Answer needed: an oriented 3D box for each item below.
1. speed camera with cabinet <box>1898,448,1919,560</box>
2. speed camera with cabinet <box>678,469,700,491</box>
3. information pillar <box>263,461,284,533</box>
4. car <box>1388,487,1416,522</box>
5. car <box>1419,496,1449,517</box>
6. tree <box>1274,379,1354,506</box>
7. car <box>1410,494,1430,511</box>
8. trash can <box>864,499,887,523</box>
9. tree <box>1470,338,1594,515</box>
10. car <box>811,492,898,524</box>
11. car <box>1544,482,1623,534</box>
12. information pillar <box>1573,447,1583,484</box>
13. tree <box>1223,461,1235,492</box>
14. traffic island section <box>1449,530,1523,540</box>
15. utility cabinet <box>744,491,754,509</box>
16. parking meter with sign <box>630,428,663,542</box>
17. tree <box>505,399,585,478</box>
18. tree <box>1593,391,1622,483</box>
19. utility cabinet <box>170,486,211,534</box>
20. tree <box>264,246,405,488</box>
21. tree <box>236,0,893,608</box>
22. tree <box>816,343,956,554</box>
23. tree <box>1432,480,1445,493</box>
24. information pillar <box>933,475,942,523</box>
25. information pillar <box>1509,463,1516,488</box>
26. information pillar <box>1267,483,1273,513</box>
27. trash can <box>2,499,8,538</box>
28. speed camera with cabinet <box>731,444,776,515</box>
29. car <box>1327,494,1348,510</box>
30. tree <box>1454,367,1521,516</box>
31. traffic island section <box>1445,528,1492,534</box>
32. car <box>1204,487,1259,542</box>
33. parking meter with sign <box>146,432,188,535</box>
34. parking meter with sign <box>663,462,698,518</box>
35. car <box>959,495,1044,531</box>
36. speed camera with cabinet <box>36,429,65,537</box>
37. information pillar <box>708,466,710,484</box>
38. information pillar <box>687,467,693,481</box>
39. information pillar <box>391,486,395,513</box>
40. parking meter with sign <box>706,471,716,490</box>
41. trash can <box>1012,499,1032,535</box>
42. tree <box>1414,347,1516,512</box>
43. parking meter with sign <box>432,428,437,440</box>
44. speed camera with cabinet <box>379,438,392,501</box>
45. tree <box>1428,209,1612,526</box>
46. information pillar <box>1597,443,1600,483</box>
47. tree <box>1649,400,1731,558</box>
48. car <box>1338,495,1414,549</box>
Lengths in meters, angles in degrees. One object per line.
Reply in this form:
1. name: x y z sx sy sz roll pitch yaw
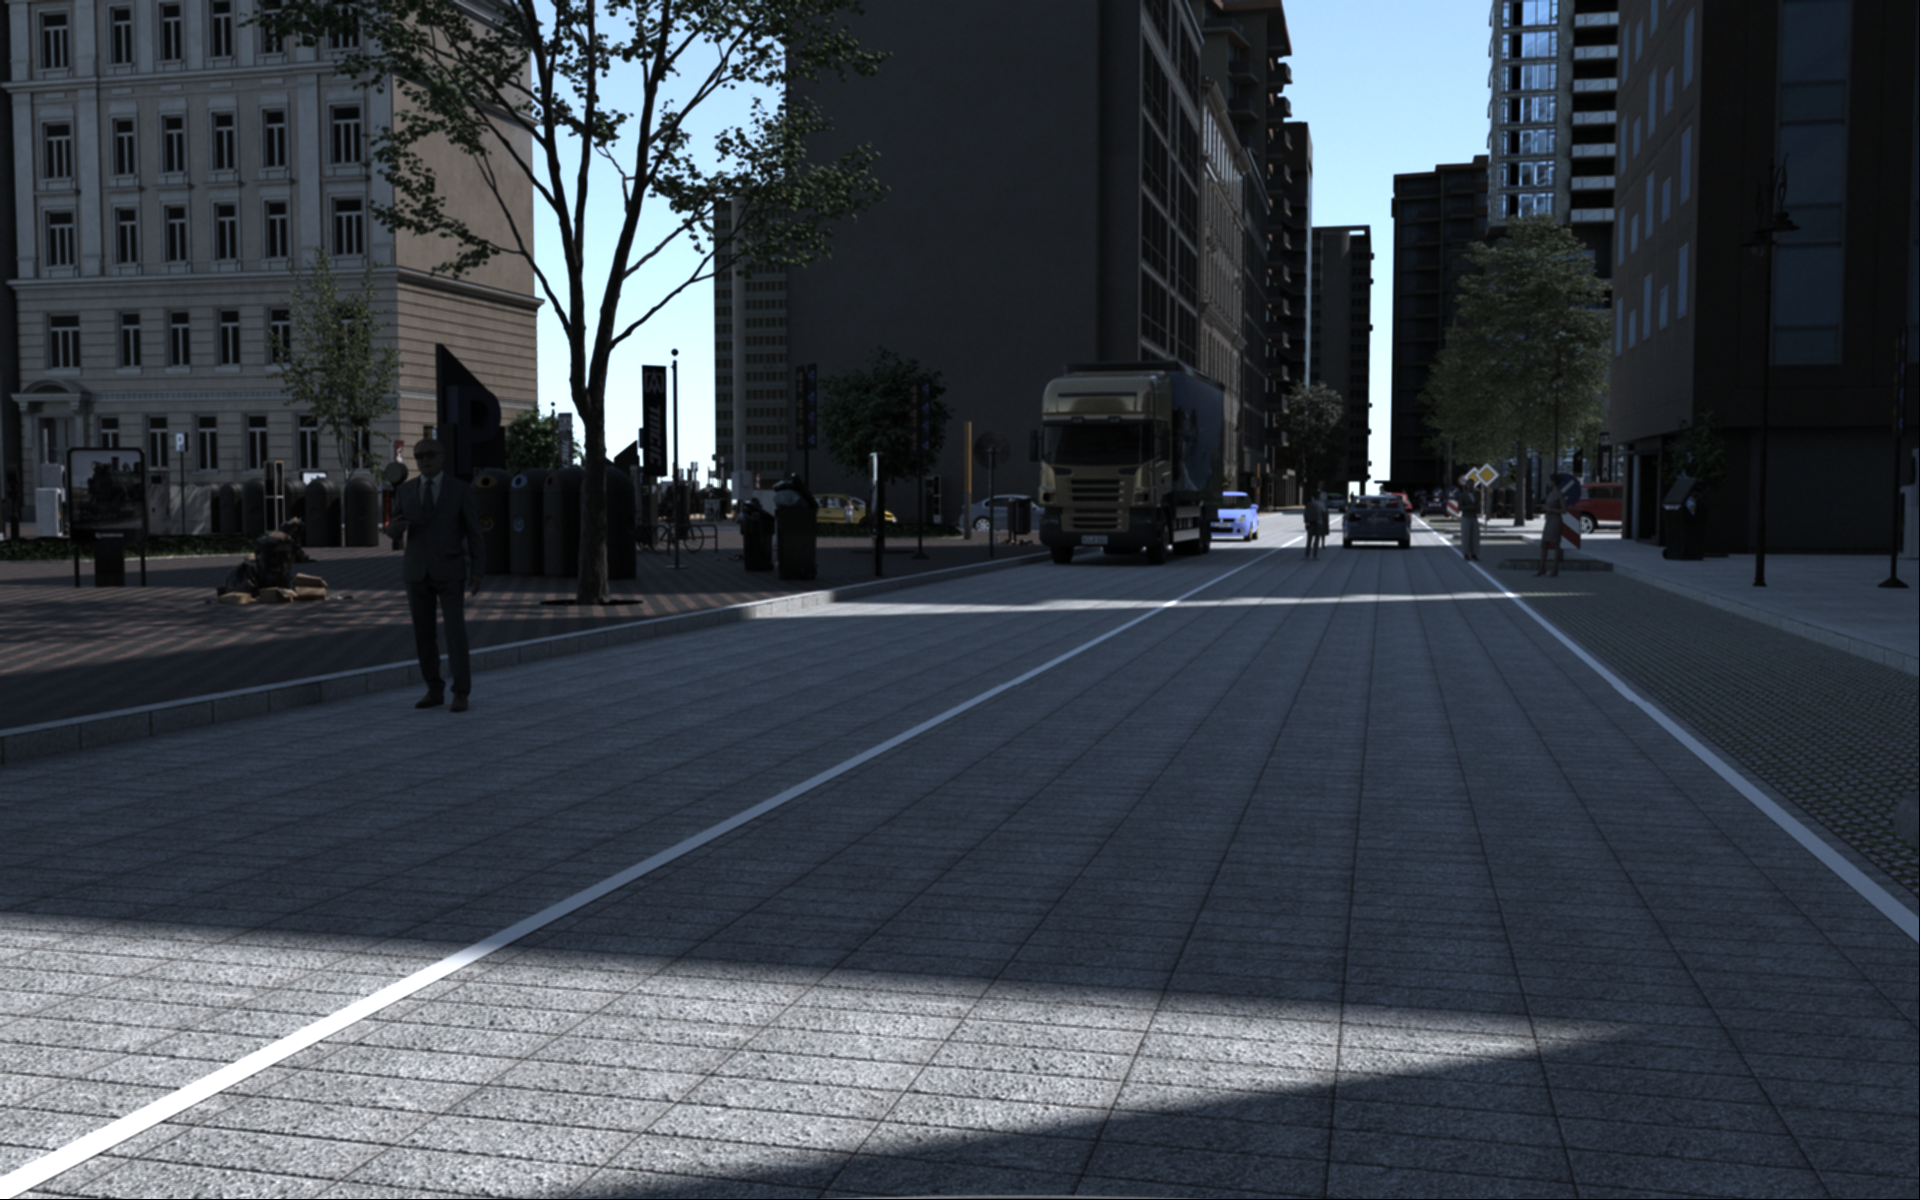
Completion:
1. speed camera with cabinet: 18.667 -2.398 33.540 0.660 3.252 2.038 1 4 21
2. speed camera with cabinet: -18.508 -7.514 117.181 2.038 3.252 0.660 3 4 37
3. information pillar: -15.372 -2.100 38.825 0.304 2.012 0.304 1 4 13
4. car: 21.633 -4.737 86.486 2.155 1.783 4.494 1 4 16
5. car: 29.450 -5.797 107.361 1.945 1.354 3.894 1 4 15
6. tree: 38.912 -17.509 192.921 9.857 13.997 8.962 0 3 0
7. car: 39.957 -8.563 149.798 2.009 1.686 4.222 1 4 14
8. trash can: -2.607 -2.545 53.257 0.748 1.137 0.748 0 3 0
9. tree: 25.440 -7.855 78.797 4.737 8.622 4.395 0 3 0
10. car: -4.302 -3.316 64.444 3.980 1.641 2.015 1 4 15
11. car: 22.244 -2.994 57.621 5.304 1.827 2.281 1 4 16
12. information pillar: 30.757 -5.803 86.227 0.504 3.616 0.183 3 5 39
13. tree: 13.038 -5.665 87.228 1.663 3.219 1.824 0 3 0
14. traffic island section: 16.743 -2.007 55.092 2.009 0.180 2.903 1 4 14
15. utility cabinet: -16.670 -7.848 136.993 1.173 1.500 0.318 1 4 23
16. parking meter with sign: -8.513 -3.065 46.366 0.543 3.016 1.738 -2 4 -25
17. tree: -14.628 -4.670 60.070 4.285 4.588 4.351 0 3 0
18. tree: 42.264 -10.077 115.117 4.737 8.622 4.395 0 3 0
19. utility cabinet: -22.503 -2.559 50.516 0.318 1.500 1.173 3 5 43
20. tree: -18.251 -6.166 51.184 4.737 8.622 4.395 0 3 0
21. tree: -4.213 -5.742 19.637 9.928 11.665 9.643 0 3 0
22. tree: -1.650 -3.319 37.982 4.285 4.588 4.351 0 3 0
23. tree: 58.041 -13.192 210.289 1.663 3.219 1.824 0 3 0
24. information pillar: -0.874 -3.880 67.932 0.304 2.012 0.304 1 4 15
25. information pillar: 41.418 -8.473 129.891 0.504 3.616 0.183 3 5 42
26. information pillar: 21.499 -7.078 120.223 0.304 2.012 0.304 0 4 -7
27. trash can: -27.121 -2.258 48.578 0.748 1.137 0.748 0 3 0
28. speed camera with cabinet: -8.138 -4.583 69.262 2.038 3.252 0.660 -3 5 -40
29. car: 32.109 -8.320 148.040 2.014 1.417 4.499 1 4 12
30. tree: 30.138 -9.101 99.158 4.360 8.622 3.978 0 3 0
31. traffic island section: 18.658 -2.481 62.845 2.009 0.180 2.903 1 4 14
32. car: 8.260 -2.685 53.496 1.945 1.707 3.694 1 4 14
33. parking meter with sign: -22.522 -3.189 48.408 0.543 3.016 1.738 3 4 37
34. parking meter with sign: -14.983 -5.940 93.373 1.738 3.016 0.543 2 4 27
35. car: 2.241 -3.049 61.861 4.499 1.417 2.014 1 4 14
36. speed camera with cabinet: -27.218 -3.517 51.847 0.660 3.252 2.038 -1 4 -21
37. information pillar: -20.626 -9.231 142.282 0.183 3.616 0.504 0 4 -2
38. information pillar: -23.452 -9.723 150.329 0.504 3.616 0.183 1 4 15
39. information pillar: -19.177 -3.329 58.920 0.304 2.012 0.304 -1 4 -23
40. parking meter with sign: -18.624 -8.115 128.947 0.543 3.016 1.738 -1 4 -23
41. trash can: 1.942 -2.639 54.803 0.748 1.137 0.748 0 3 0
42. tree: 36.038 -12.030 122.446 9.928 11.665 9.643 0 3 0
43. parking meter with sign: -13.093 -3.050 46.122 1.738 3.016 0.543 -2 4 -30
44. speed camera with cabinet: -19.437 -4.089 61.190 2.038 3.252 0.660 -2 4 -29
45. tree: 22.901 -9.246 69.295 7.486 12.596 7.792 0 3 0
46. information pillar: 29.471 -5.403 79.689 0.504 3.616 0.183 -3 5 -40
47. tree: 15.289 -2.499 35.467 1.663 3.219 1.824 0 3 0
48. car: 11.242 -2.129 46.813 2.014 1.417 4.499 1 4 13
